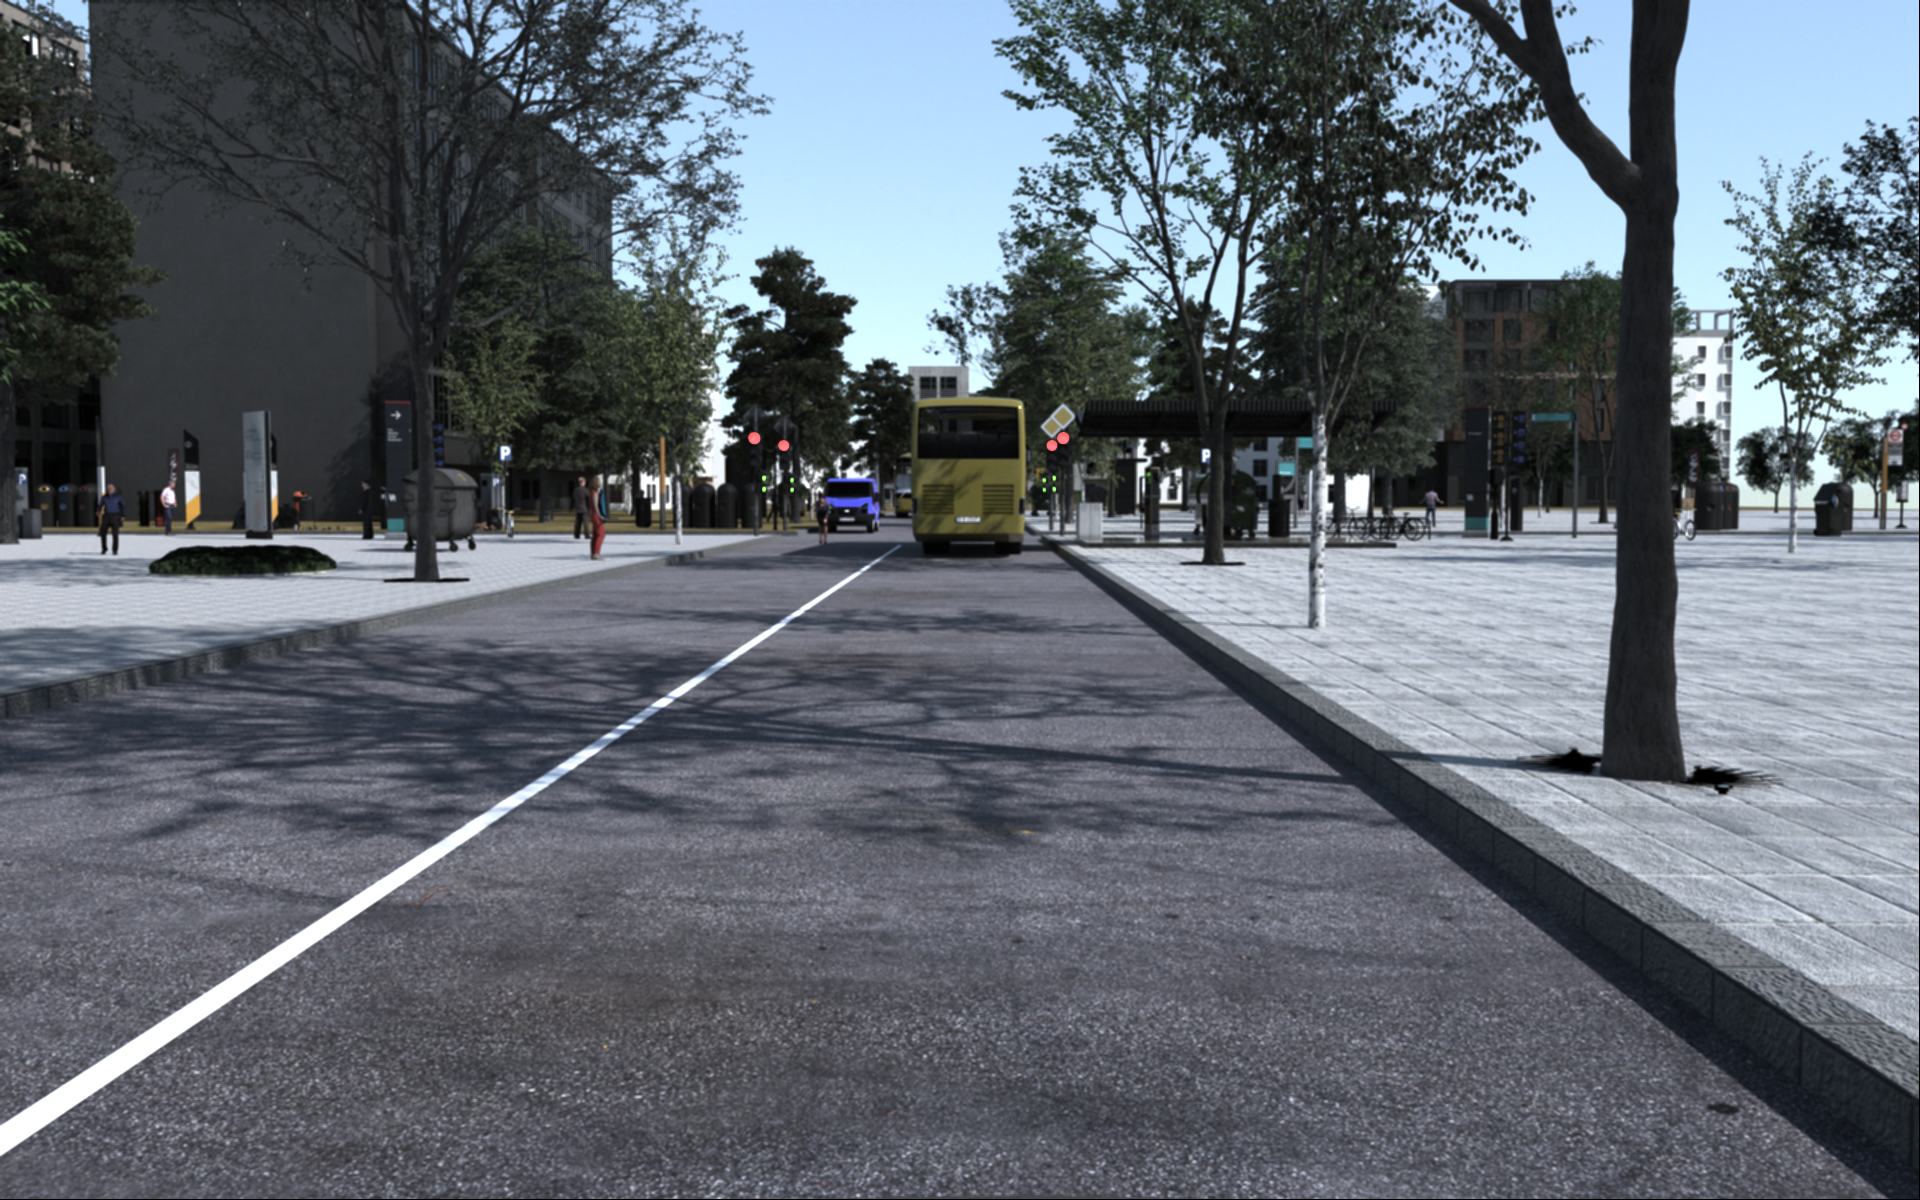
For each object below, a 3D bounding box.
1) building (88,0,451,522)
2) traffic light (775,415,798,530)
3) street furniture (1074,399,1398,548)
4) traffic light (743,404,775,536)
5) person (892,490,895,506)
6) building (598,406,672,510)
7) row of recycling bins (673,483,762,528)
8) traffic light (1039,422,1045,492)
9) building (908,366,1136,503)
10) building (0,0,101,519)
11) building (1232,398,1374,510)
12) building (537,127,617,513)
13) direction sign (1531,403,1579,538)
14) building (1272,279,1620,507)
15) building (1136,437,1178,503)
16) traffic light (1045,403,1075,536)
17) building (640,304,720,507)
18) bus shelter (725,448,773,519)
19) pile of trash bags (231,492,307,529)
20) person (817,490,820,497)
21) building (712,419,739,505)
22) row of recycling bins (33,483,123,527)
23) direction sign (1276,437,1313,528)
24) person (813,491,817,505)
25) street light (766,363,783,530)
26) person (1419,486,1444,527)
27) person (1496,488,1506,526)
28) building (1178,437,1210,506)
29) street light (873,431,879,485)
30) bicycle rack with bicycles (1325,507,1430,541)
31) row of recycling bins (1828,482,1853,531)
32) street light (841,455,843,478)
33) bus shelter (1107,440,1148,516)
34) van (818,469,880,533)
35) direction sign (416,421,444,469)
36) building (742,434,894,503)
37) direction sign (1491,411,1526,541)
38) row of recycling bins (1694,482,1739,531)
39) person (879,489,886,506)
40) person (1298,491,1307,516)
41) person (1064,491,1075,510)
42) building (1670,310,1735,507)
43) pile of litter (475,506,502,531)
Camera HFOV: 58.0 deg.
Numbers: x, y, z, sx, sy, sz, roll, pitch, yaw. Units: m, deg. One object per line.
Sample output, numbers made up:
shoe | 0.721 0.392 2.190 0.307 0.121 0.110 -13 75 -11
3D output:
building | -32.667 -18.225 91.490 14.314 27.812 24.014 0 4 1
traffic light | -6.156 -4.392 61.052 0.839 4.213 0.868 0 4 1
street furniture | 6.728 -3.161 43.786 7.346 3.524 5.398 0 4 0
traffic light | -6.239 -3.904 53.067 0.839 4.213 0.868 0 4 1
person | -6.752 -10.513 178.717 0.721 1.735 1.217 -1 4 -23
building | -29.517 -12.783 151.149 9.099 9.664 28.070 0 4 1
row of recycling bins | -9.137 -3.553 65.204 3.534 1.692 1.069 1 4 12
traffic light | 3.205 -4.387 60.971 0.839 4.213 0.868 0 4 1
building | 8.622 -23.281 247.103 31.486 18.905 16.747 0 4 1
building | -63.889 -17.434 89.569 34.151 26.468 19.350 0 4 1
building | 28.550 -12.775 151.011 9.099 9.664 28.070 0 4 1
building | -32.402 -19.707 115.717 14.314 27.812 24.014 0 4 1
direction sign | 17.598 -3.817 51.173 1.411 3.948 2.525 1 4 18
building | 50.881 -20.495 179.070 32.646 21.610 27.936 0 4 1
building | 38.402 -18.432 243.510 28.070 9.664 9.099 0 4 1
traffic light | 3.122 -3.899 52.987 0.839 4.213 0.868 0 4 1
building | -32.534 -19.213 170.550 16.016 20.091 11.380 0 4 1
bus shelter | -10.905 -6.033 89.920 1.731 3.624 6.357 0 4 0
pile of trash bags | -25.477 -3.357 64.632 1.912 1.369 3.447 1 4 12
person | -16.057 -11.733 198.590 0.721 1.736 1.217 1 4 23
building | -39.018 -15.156 189.947 28.070 9.664 9.099 0 4 1
row of recycling bins | -34.198 -3.674 67.188 3.534 1.692 1.069 0 4 6
direction sign | 12.372 -4.680 65.273 2.525 3.948 1.411 -1 4 -20
person | -16.971 -12.076 204.011 0.721 1.766 1.217 2 4 35
street light | -6.557 -5.413 61.298 0.468 5.910 1.993 0 4 1
person | 18.307 -3.625 67.274 0.963 1.587 0.435 1 4 13
person | 21.950 -3.785 70.203 0.482 1.546 0.388 -1 4 -20
building | 29.056 -14.507 179.329 9.099 9.664 28.070 0 4 1
street light | -6.000 -9.245 123.943 0.468 5.910 1.993 0 4 1
bicycle rack with bicycles | 11.942 -2.155 48.619 2.852 0.926 2.925 -2 4 -34
row of recycling bins | 31.225 -3.349 61.872 1.069 1.692 3.534 1 4 22
street light | -6.300 -7.308 92.267 0.468 5.910 1.993 0 4 1
bus shelter | 10.003 -7.840 105.822 2.179 5.291 8.768 0 4 1
van | -4.075 -3.707 64.999 2.240 2.365 5.245 0 3 0
direction sign | -16.355 -3.762 53.508 0.876 3.537 0.379 0 4 6
building | -21.200 -18.420 243.313 28.070 9.664 9.099 0 4 1
direction sign | 14.987 -3.388 47.385 0.876 3.537 0.379 1 4 16
row of recycling bins | 27.081 -3.362 62.075 1.069 1.692 3.534 3 4 37
person | -7.791 -10.009 169.780 0.705 1.814 1.350 3 4 38
person | 19.696 -5.525 99.569 0.628 1.438 0.799 -3 5 -40
person | 8.807 -8.290 141.673 1.348 1.812 0.705 -1 4 -14
building | 73.208 -20.041 184.093 11.380 20.091 16.016 0 4 1
pile of litter | -16.708 -2.877 61.008 1.176 0.858 1.719 1 4 9
